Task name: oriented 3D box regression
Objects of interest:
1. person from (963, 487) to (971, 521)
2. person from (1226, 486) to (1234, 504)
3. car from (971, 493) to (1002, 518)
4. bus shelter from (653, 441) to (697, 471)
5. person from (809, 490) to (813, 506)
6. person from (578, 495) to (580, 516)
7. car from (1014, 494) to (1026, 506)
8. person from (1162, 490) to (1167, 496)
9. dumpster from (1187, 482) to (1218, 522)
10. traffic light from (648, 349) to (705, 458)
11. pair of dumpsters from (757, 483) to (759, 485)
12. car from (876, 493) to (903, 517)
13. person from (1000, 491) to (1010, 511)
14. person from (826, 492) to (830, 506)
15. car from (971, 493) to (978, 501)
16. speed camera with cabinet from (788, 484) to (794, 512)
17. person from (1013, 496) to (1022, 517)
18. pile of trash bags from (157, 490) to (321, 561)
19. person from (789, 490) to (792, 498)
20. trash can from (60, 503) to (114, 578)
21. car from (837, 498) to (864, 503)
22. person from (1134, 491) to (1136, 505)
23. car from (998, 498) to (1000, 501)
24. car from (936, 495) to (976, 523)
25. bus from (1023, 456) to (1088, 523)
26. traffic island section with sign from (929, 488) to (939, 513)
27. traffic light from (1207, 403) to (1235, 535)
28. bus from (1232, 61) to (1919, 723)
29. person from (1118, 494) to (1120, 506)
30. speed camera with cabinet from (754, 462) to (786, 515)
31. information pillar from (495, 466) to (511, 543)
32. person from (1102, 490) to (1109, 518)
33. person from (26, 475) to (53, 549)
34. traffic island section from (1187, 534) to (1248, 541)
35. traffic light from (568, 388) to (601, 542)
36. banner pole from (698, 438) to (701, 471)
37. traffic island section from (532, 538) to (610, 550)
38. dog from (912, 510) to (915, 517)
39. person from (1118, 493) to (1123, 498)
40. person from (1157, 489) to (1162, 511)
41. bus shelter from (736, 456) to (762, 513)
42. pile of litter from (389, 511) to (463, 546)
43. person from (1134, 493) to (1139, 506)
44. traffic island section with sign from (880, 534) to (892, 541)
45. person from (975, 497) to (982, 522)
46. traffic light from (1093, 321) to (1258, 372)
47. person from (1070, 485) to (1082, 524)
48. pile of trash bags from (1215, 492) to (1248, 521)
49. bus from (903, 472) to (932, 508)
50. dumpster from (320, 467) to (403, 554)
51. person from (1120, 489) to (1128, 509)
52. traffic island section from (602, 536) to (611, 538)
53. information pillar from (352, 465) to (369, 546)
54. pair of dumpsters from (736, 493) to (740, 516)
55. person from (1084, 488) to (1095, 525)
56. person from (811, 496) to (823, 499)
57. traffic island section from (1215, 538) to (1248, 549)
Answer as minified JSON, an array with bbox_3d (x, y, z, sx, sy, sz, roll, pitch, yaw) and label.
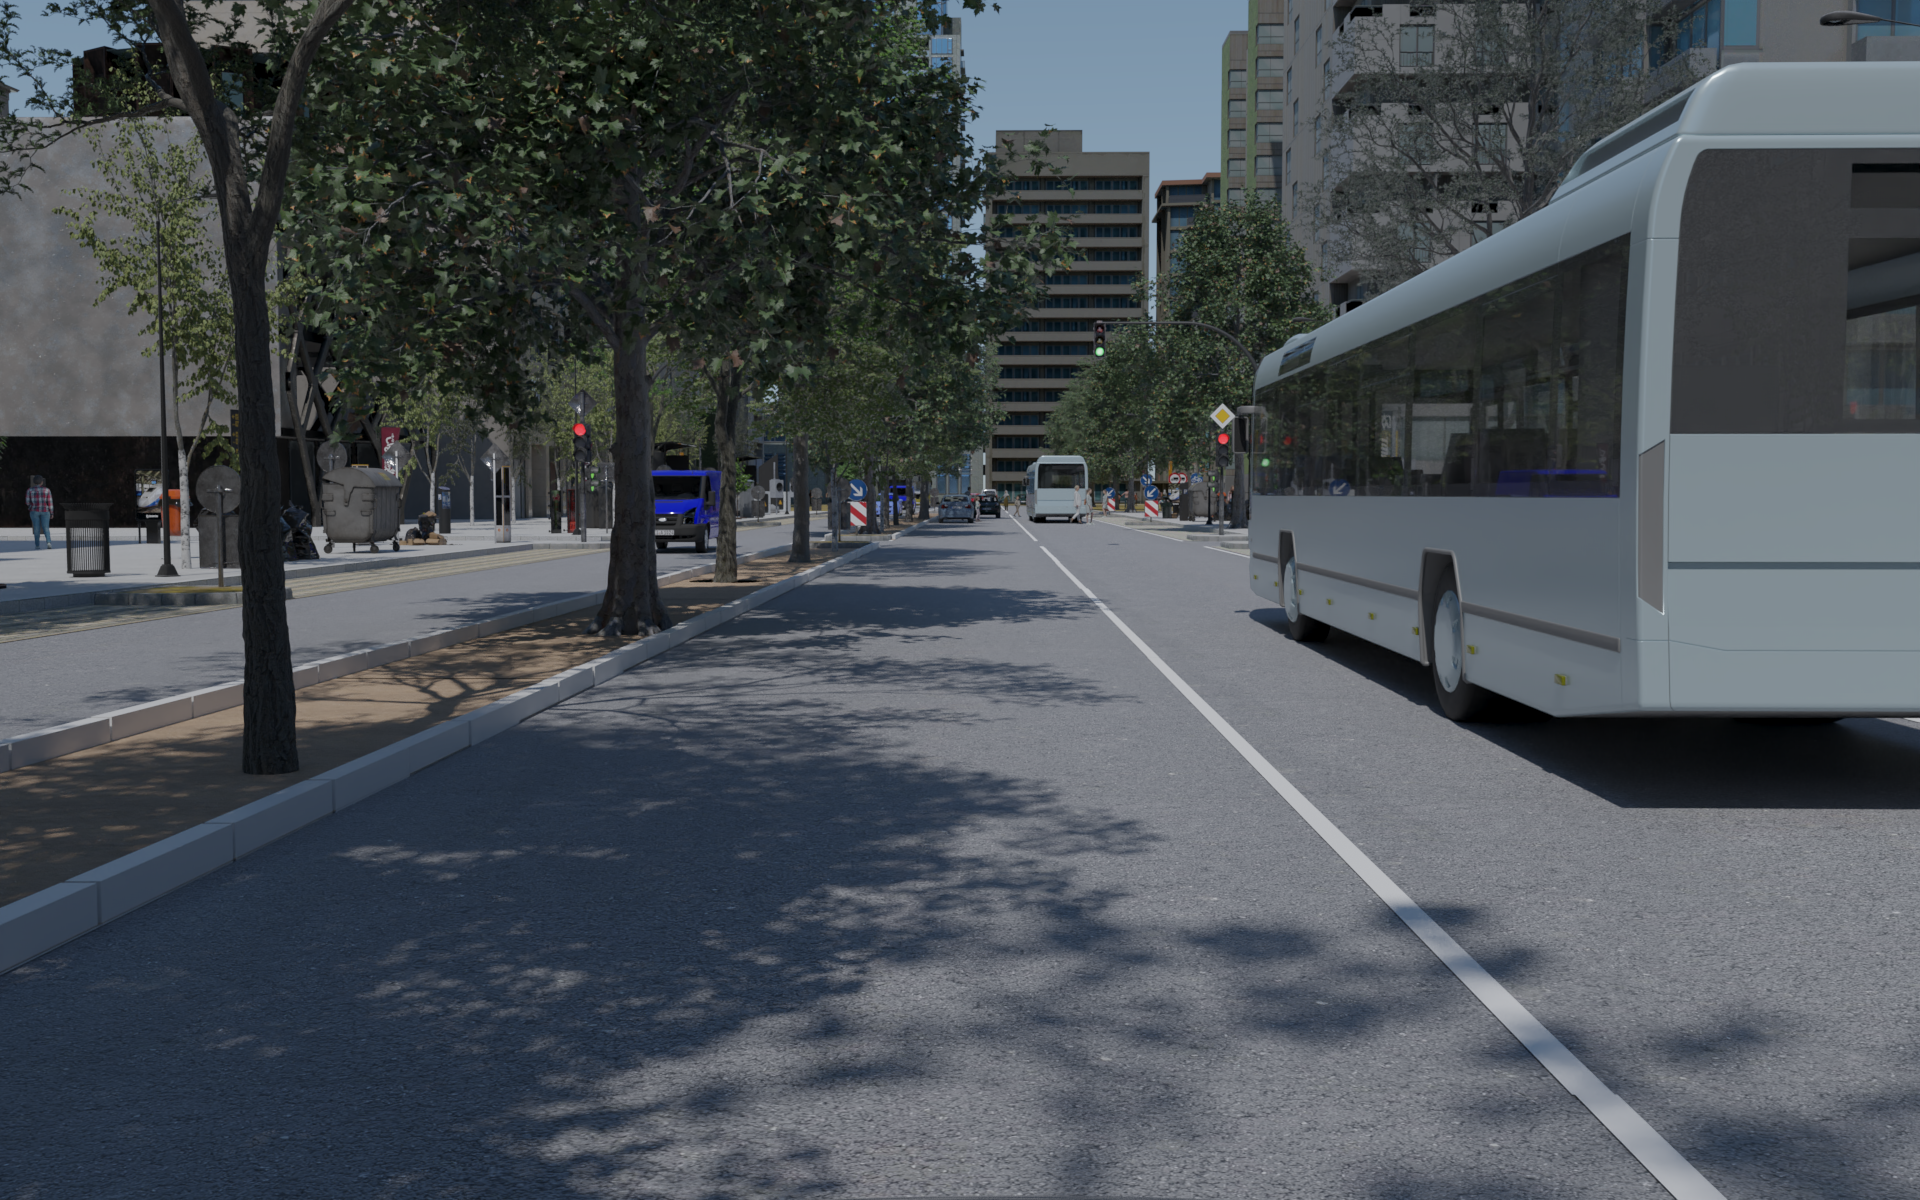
[{"bbox_3d":[0.433,-5.192,93.491,0.850,1.850,0.679,0,4,4],"label":"person"},{"bbox_3d":[15.134,-5.502,96.590,0.593,1.750,0.643,1,4,13],"label":"person"},{"bbox_3d":[1.566,-5.791,104.475,2.009,1.686,4.222,0,4,0],"label":"car"},{"bbox_3d":[-13.527,-5.425,79.982,1.731,3.624,6.357,0,4,1],"label":"bus shelter"},{"bbox_3d":[-15.866,-10.780,182.817,0.721,1.766,1.217,2,4,28],"label":"person"},{"bbox_3d":[-12.965,-2.928,58.162,0.306,1.304,0.590,3,5,44],"label":"person"},{"bbox_3d":[7.350,-11.852,203.563,2.009,1.686,4.222,0,3,0],"label":"car"},{"bbox_3d":[21.829,-10.933,185.532,0.721,1.736,1.217,3,4,37],"label":"person"},{"bbox_3d":[11.302,-4.577,80.586,1.264,1.857,1.865,0,4,1],"label":"dumpster"},{"bbox_3d":[-7.769,-4.850,53.964,4.771,5.953,1.251,0,4,1],"label":"traffic light"},{"bbox_3d":[-13.720,-7.217,120.488,1.574,2.255,4.437,0,4,1],"label":"pair of dumpsters"},{"bbox_3d":[-4.512,-6.023,108.074,1.945,1.707,3.694,0,4,2],"label":"car"},{"bbox_3d":[3.885,-8.507,148.314,0.721,1.736,1.217,-3,5,-41],"label":"person"},{"bbox_3d":[-14.233,-11.108,188.375,0.721,1.735,1.217,2,4,28],"label":"person"},{"bbox_3d":[0.951,-7.113,125.341,2.155,1.783,4.494,0,4,-1],"label":"car"},{"bbox_3d":[-12.588,-8.122,127.124,2.038,3.252,0.660,3,4,36],"label":"speed camera with cabinet"},{"bbox_3d":[3.593,-5.819,107.912,0.640,1.303,0.475,2,4,29],"label":"person"},{"bbox_3d":[-14.244,-1.473,33.841,3.447,1.369,1.912,1,4,20],"label":"pile of trash bags"},{"bbox_3d":[-19.625,-11.936,201.070,0.599,1.838,0.709,-1,4,-20],"label":"person"},{"bbox_3d":[-13.490,-0.926,26.791,0.748,1.137,0.748,0,3,0],"label":"trash can"},{"bbox_3d":[-5.597,-4.966,93.196,2.014,1.417,4.499,0,4,1],"label":"car"},{"bbox_3d":[19.938,-11.699,198.031,0.721,1.736,1.217,-2,4,-27],"label":"person"},{"bbox_3d":[3.114,-10.176,178.379,2.014,1.417,4.499,0,4,0],"label":"car"},{"bbox_3d":[-0.210,-4.540,86.235,2.014,1.417,4.499,0,4,-1],"label":"car"},{"bbox_3d":[4.906,-5.821,90.027,2.948,3.499,13.247,0,4,0],"label":"bus"},{"bbox_3d":[-1.912,-7.378,128.772,2.006,1.907,1.989,0,4,1],"label":"traffic island section with sign"},{"bbox_3d":[8.097,-3.961,53.683,0.839,4.253,0.868,0,4,1],"label":"traffic light"},{"bbox_3d":[4.386,-1.171,14.009,2.948,3.499,13.247,0,4,2],"label":"bus"},{"bbox_3d":[17.802,-11.309,194.197,1.065,1.426,0.557,0,4,7],"label":"person"},{"bbox_3d":[-11.836,-6.885,106.912,0.660,3.252,2.038,3,5,42],"label":"speed camera with cabinet"},{"bbox_3d":[-12.026,-2.510,45.532,0.304,2.012,0.304,2,4,27],"label":"information pillar"},{"bbox_3d":[8.769,-5.828,104.791,0.522,1.701,0.512,-1,4,-12],"label":"person"},{"bbox_3d":[-21.376,-2.040,40.232,0.563,1.720,0.643,-2,4,-29],"label":"person"},{"bbox_3d":[8.137,-1.928,53.796,2.009,0.180,2.903,0,4,1],"label":"traffic island section"},{"bbox_3d":[-9.994,-3.490,45.980,0.839,4.253,0.868,0,4,1],"label":"traffic light"},{"bbox_3d":[-11.626,-5.357,77.611,0.401,3.779,0.863,-1,4,-13],"label":"banner pole"},{"bbox_3d":[-10.034,-1.458,46.115,2.009,0.180,2.903,0,4,1],"label":"traffic island section"},{"bbox_3d":[-2.882,-5.214,104.530,0.540,0.507,0.406,2,4,27],"label":"dog"},{"bbox_3d":[12.607,-8.188,140.437,1.217,1.766,0.721,0,4,5],"label":"person"},{"bbox_3d":[15.211,-7.631,132.281,0.415,1.643,0.593,3,4,36],"label":"person"},{"bbox_3d":[-13.663,-7.183,108.732,1.731,3.624,6.357,0,4,1],"label":"bus shelter"},{"bbox_3d":[-13.430,-1.809,43.535,1.719,0.858,1.176,1,4,14],"label":"pile of litter"},{"bbox_3d":[19.445,-11.102,190.826,0.557,1.426,1.065,3,4,38],"label":"person"},{"bbox_3d":[-3.148,-2.783,53.644,2.006,1.907,1.989,0,4,1],"label":"traffic island section with sign"},{"bbox_3d":[0.948,-4.707,89.731,0.394,1.301,0.425,-1,4,-10],"label":"person"},{"bbox_3d":[5.872,-4.338,45.592,4.771,5.953,1.251,0,4,1],"label":"traffic light"},{"bbox_3d":[5.513,-4.519,82.260,0.818,1.842,0.514,-2,4,-27],"label":"person"},{"bbox_3d":[13.068,-4.522,83.691,1.912,1.369,3.447,-1,4,-10],"label":"pile of trash bags"},{"bbox_3d":[-4.254,-11.482,179.270,2.896,3.916,12.252,0,4,0],"label":"bus"},{"bbox_3d":[-13.090,-1.965,37.882,1.264,1.857,1.865,0,4,1],"label":"dumpster"},{"bbox_3d":[14.453,-8.780,150.309,1.217,1.736,0.721,0,4,1],"label":"person"},{"bbox_3d":[-9.901,-1.946,54.099,2.009,0.180,2.903,0,4,1],"label":"traffic island section"},{"bbox_3d":[-14.980,-2.374,43.309,0.304,2.012,0.304,-3,5,-41],"label":"information pillar"},{"bbox_3d":[-13.217,-5.859,98.289,1.574,2.255,4.437,0,4,1],"label":"pair of dumpsters"},{"bbox_3d":[6.008,-4.353,80.678,0.522,1.701,0.512,1,4,13],"label":"person"},{"bbox_3d":[-14.432,-10.263,174.624,1.217,1.735,0.721,-2,4,-30],"label":"person"},{"bbox_3d":[8.005,-1.439,45.812,2.009,0.180,2.903,0,4,1],"label":"traffic island section"}]
